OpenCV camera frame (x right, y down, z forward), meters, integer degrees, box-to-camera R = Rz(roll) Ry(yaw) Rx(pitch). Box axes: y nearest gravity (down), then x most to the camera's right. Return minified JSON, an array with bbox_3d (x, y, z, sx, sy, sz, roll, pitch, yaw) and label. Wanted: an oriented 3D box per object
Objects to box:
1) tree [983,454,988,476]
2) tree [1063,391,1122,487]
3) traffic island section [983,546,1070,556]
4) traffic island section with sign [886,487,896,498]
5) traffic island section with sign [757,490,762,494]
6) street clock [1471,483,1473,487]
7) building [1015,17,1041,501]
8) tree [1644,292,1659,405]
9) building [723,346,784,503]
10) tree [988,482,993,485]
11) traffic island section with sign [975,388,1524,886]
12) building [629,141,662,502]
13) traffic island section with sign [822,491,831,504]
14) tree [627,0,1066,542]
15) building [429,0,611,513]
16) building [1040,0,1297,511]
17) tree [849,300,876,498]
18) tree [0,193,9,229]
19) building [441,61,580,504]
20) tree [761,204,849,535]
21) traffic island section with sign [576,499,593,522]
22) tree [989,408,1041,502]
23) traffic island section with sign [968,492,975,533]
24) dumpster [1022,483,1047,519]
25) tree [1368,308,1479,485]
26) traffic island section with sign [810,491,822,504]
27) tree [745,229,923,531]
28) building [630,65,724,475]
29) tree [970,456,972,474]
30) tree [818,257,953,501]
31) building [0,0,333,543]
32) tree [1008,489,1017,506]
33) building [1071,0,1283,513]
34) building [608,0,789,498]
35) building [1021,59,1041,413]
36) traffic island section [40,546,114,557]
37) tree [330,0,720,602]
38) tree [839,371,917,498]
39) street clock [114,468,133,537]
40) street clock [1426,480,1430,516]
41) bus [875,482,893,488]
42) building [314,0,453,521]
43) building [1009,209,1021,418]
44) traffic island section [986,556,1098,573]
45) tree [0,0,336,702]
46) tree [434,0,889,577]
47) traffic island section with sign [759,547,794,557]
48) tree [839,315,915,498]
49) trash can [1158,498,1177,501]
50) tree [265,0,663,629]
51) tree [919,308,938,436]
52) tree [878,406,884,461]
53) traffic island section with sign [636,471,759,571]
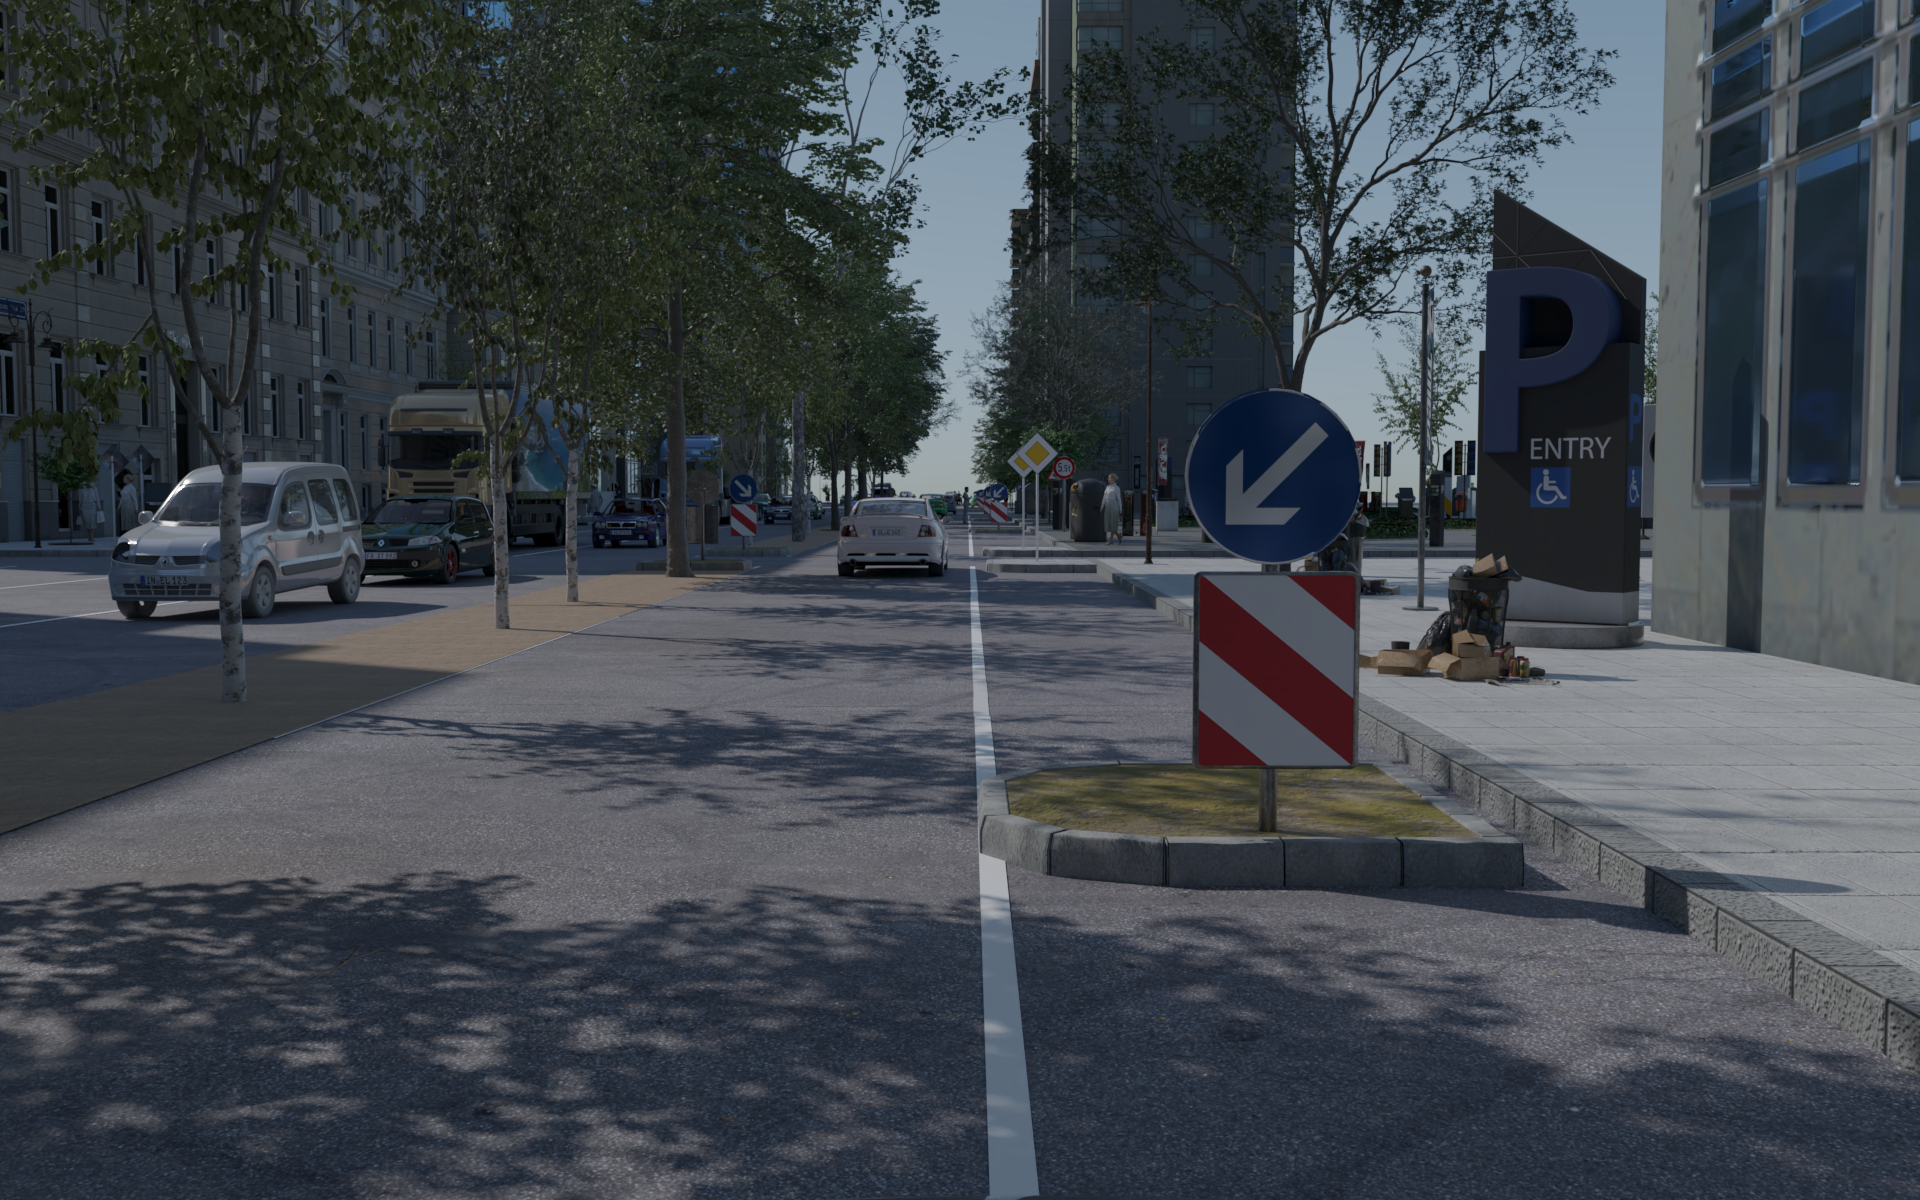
[{"bbox_3d":[4.698,-17.227,232.023,4.737,8.622,4.395,0,3,0],"label":"tree"},{"bbox_3d":[8.877,-9.993,113.753,4.360,8.622,3.978,0,3,0],"label":"tree"},{"bbox_3d":[1.540,-1.135,40.837,2.009,0.180,2.903,0,4,0],"label":"traffic island section"},{"bbox_3d":[-4.662,-6.577,115.664,2.006,1.907,1.989,0,4,0],"label":"traffic island section with sign"},{"bbox_3d":[-19.465,-9.717,167.497,1.989,1.847,2.006,0,4,0],"label":"traffic island section with sign"},{"bbox_3d":[32.156,-6.395,109.133,0.358,2.002,0.471,2,4,26],"label":"street clock"},{"bbox_3d":[18.914,-55.991,228.116,22.319,86.520,31.000,0,4,0],"label":"building"},{"bbox_3d":[24.671,-6.657,59.197,4.737,8.622,4.395,0,3,0],"label":"tree"},{"bbox_3d":[-37.533,-22.768,217.290,27.650,21.520,28.899,0,4,0],"label":"building"},{"bbox_3d":[4.804,-16.118,258.132,1.663,3.219,1.824,0,3,0],"label":"tree"},{"bbox_3d":[1.074,0.083,7.271,1.989,1.847,2.006,0,4,0],"label":"traffic island section with sign"},{"bbox_3d":[-41.312,-28.554,158.743,32.217,40.220,23.993,0,4,0],"label":"building"},{"bbox_3d":[-19.105,-14.780,250.281,1.989,1.847,2.006,0,4,0],"label":"traffic island section with sign"},{"bbox_3d":[-3.627,-11.752,50.490,12.611,20.169,13.585,0,3,0],"label":"tree"},{"bbox_3d":[-36.367,-49.970,129.689,22.319,86.520,31.000,0,4,0],"label":"building"},{"bbox_3d":[17.214,-36.882,145.014,21.231,58.520,28.212,0,4,0],"label":"building"},{"bbox_3d":[-5.262,-6.531,59.607,4.737,8.622,4.395,0,3,0],"label":"tree"},{"bbox_3d":[-5.305,-5.824,4.339,9.857,13.997,8.962,0,3,0],"label":"tree"},{"bbox_3d":[-30.616,-18.569,100.864,12.463,27.353,25.104,0,4,0],"label":"building"},{"bbox_3d":[-5.113,-5.436,41.700,4.737,8.622,4.395,0,3,0],"label":"tree"},{"bbox_3d":[-19.793,-5.001,90.399,1.989,1.847,2.006,0,4,0],"label":"traffic island section with sign"},{"bbox_3d":[5.140,-10.828,127.397,4.737,8.622,4.395,0,3,0],"label":"tree"},{"bbox_3d":[1.309,-3.371,63.739,1.989,1.847,2.006,0,4,0],"label":"traffic island section with sign"},{"bbox_3d":[3.833,-5.109,89.289,1.264,1.857,1.865,0,4,0],"label":"dumpster"},{"bbox_3d":[18.313,-7.185,67.843,4.737,8.622,4.395,0,3,0],"label":"tree"},{"bbox_3d":[-19.214,-13.131,223.326,1.989,1.847,2.006,0,4,0],"label":"traffic island section with sign"},{"bbox_3d":[-4.952,-8.500,67.190,9.928,11.665,9.643,0,3,0],"label":"tree"},{"bbox_3d":[-32.288,-32.263,177.609,14.600,45.320,14.200,0,4,0],"label":"building"},{"bbox_3d":[5.011,-17.645,206.618,7.486,12.596,7.792,0,3,0],"label":"tree"},{"bbox_3d":[-4.836,-10.854,86.583,9.857,13.997,8.962,0,3,0],"label":"tree"},{"bbox_3d":[-30.751,-15.808,55.727,12.463,27.353,25.104,0,4,0],"label":"building"},{"bbox_3d":[5.273,-11.624,184.651,1.663,3.219,1.824,0,3,0],"label":"tree"},{"bbox_3d":[14.916,-26.942,124.104,14.154,41.232,14.086,0,4,0],"label":"building"},{"bbox_3d":[-35.414,-57.113,246.464,22.319,86.520,31.000,0,4,0],"label":"building"},{"bbox_3d":[17.969,-31.767,174.014,22.147,44.769,28.867,0,4,0],"label":"building"},{"bbox_3d":[-20.002,-1.141,40.935,2.009,0.180,2.903,0,4,0],"label":"traffic island section"},{"bbox_3d":[-5.175,-4.287,22.919,4.737,8.622,4.395,0,3,0],"label":"tree"},{"bbox_3d":[-5.146,-10.010,100.529,8.767,10.594,7.601,0,4,0],"label":"tree"},{"bbox_3d":[-23.403,-2.684,48.452,0.471,2.002,0.358,0,3,0],"label":"street clock"},{"bbox_3d":[20.628,-4.358,75.827,0.471,2.002,0.358,-1,4,-17],"label":"street clock"},{"bbox_3d":[-11.766,-16.658,267.219,2.948,3.499,13.247,0,4,-1],"label":"bus"},{"bbox_3d":[-32.323,-17.881,78.260,13.634,28.700,20.117,0,4,0],"label":"building"},{"bbox_3d":[18.531,-37.006,259.673,22.147,44.769,28.867,0,4,0],"label":"building"},{"bbox_3d":[1.505,-0.647,32.852,2.009,0.180,2.903,0,4,0],"label":"traffic island section"},{"bbox_3d":[-5.032,-3.612,11.884,4.737,8.622,4.395,0,3,0],"label":"tree"},{"bbox_3d":[-4.743,-6.631,28.997,7.486,12.596,7.792,0,3,0],"label":"tree"},{"bbox_3d":[-4.977,-1.981,40.526,2.006,1.907,1.989,0,4,0],"label":"traffic island section with sign"},{"bbox_3d":[-4.995,-12.079,110.325,12.009,13.543,11.850,0,3,0],"label":"tree"},{"bbox_3d":[7.415,-3.080,62.008,0.748,1.137,0.748,0,3,0],"label":"trash can"},{"bbox_3d":[-4.836,-3.978,17.854,4.360,8.622,3.978,0,3,0],"label":"tree"},{"bbox_3d":[-4.861,-9.526,76.340,7.486,12.596,7.792,0,3,0],"label":"tree"},{"bbox_3d":[-4.838,-8.643,94.129,4.737,8.622,4.395,0,3,0],"label":"tree"},{"bbox_3d":[-5.019,-1.528,33.119,2.006,1.907,1.989,0,4,0],"label":"traffic island section with sign"}]
